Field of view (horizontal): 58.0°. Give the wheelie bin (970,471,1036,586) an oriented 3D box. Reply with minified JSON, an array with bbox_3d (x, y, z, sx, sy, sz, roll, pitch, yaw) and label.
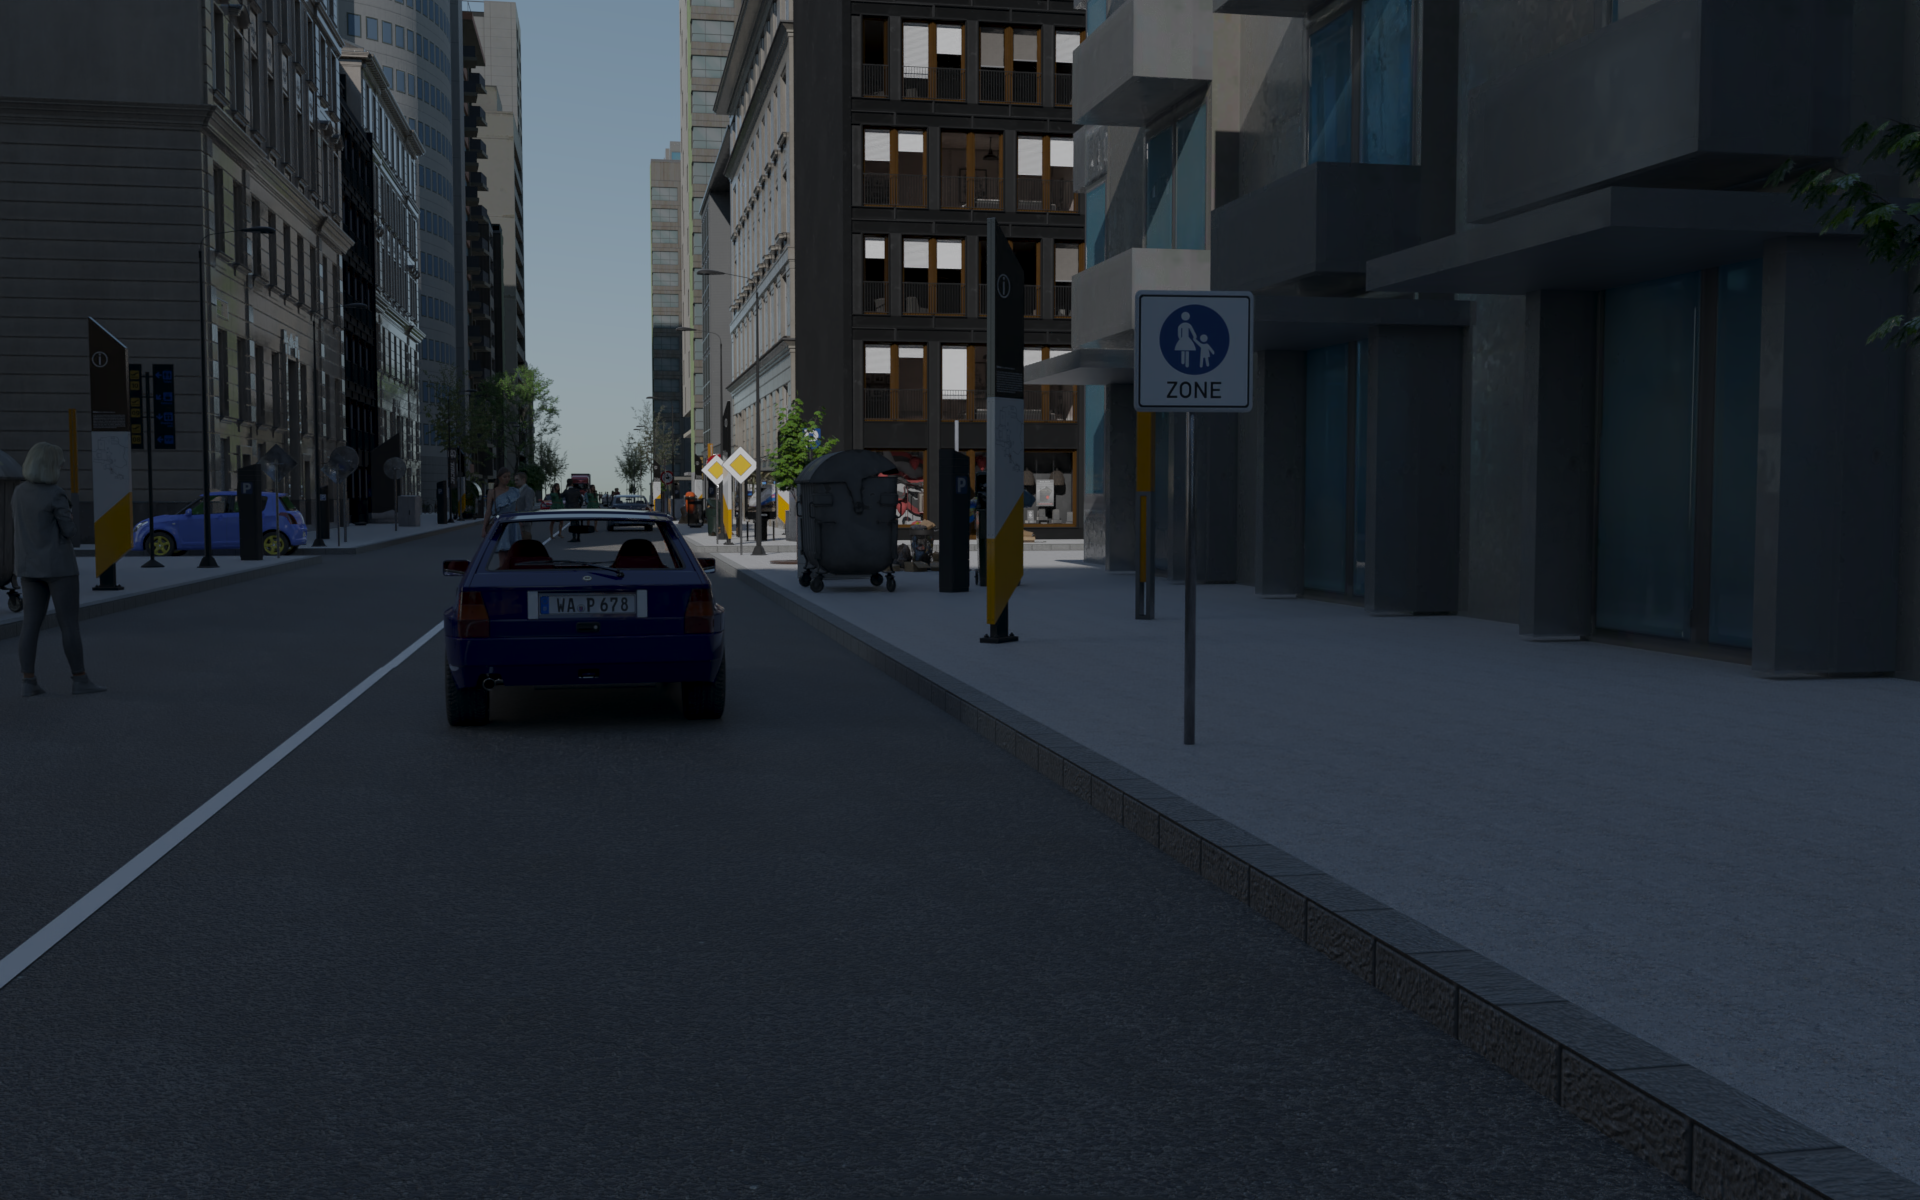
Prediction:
[{"bbox_3d":[0.572,-0.996,24.200,0.980,1.594,0.693,0,4,-3],"label":"wheelie bin"}]

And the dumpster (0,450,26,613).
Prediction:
[{"bbox_3d":[-10.579,-0.744,17.925,1.264,1.857,1.865,-1,4,-12],"label":"dumpster"}]

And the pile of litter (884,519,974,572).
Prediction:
[{"bbox_3d":[-0.586,-0.916,28.948,1.719,0.858,1.176,1,4,12],"label":"pile of litter"}]

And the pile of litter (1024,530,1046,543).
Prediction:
[{"bbox_3d":[1.493,-1.945,45.764,1.719,0.858,1.176,0,4,-3],"label":"pile of litter"}]

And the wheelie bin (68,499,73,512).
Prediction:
[{"bbox_3d":[-15.064,-1.268,28.642,0.693,1.594,0.980,-2,4,-30],"label":"wheelie bin"}]

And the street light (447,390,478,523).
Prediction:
[{"bbox_3d":[-22.121,-6.387,76.976,1.470,5.913,1.316,-1,4,-12],"label":"street light"}]

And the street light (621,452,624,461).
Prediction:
[{"bbox_3d":[-39.213,-14.238,205.325,1.470,5.913,1.316,-1,4,-12],"label":"street light"}]

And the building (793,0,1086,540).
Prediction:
[{"bbox_3d":[3.339,-13.744,54.391,15.834,23.373,12.332,-1,4,-12],"label":"building"}]

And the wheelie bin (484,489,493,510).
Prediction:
[{"bbox_3d":[-28.521,-5.973,105.573,0.980,1.594,0.693,-2,4,-27],"label":"wheelie bin"}]

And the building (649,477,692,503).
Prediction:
[{"bbox_3d":[-31.346,-35.086,265.535,32.217,40.220,23.993,-1,4,-12],"label":"building"}]

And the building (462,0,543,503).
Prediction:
[{"bbox_3d":[-72.892,-50.027,256.188,20.563,71.187,20.611,-1,4,-12],"label":"building"}]

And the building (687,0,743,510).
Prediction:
[{"bbox_3d":[-13.773,-27.486,132.982,14.154,41.232,14.086,-1,4,-12],"label":"building"}]

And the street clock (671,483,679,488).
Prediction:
[{"bbox_3d":[-18.172,-6.478,110.485,0.471,2.002,0.358,-2,4,-31],"label":"street clock"}]

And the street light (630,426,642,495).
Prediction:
[{"bbox_3d":[-22.473,-9.206,123.054,1.470,5.913,1.316,-1,4,-12],"label":"street light"}]

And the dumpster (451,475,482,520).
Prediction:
[{"bbox_3d":[-24.823,-5.161,86.868,1.502,2.255,1.985,-1,4,-12],"label":"dumpster"}]

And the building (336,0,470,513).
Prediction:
[{"bbox_3d":[-47.970,-35.704,125.758,21.231,58.520,28.212,-1,4,-12],"label":"building"}]

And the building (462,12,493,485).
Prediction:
[{"bbox_3d":[-53.762,-30.551,154.132,22.147,44.769,28.867,-1,4,-12],"label":"building"}]

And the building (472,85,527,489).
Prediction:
[{"bbox_3d":[-63.728,-35.725,207.807,21.300,48.544,21.600,-1,4,-12],"label":"building"}]

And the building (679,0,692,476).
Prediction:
[{"bbox_3d":[-10.773,-34.582,154.646,28.713,52.752,27.495,-1,4,-12],"label":"building"}]

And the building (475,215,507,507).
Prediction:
[{"bbox_3d":[-53.945,-24.753,176.420,14.160,30.474,14.107,-1,4,-12],"label":"building"}]

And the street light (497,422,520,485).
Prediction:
[{"bbox_3d":[-30.443,-8.853,117.294,1.470,5.913,1.316,-1,4,-12],"label":"street light"}]

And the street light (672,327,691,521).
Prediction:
[{"bbox_3d":[-7.199,-4.638,48.368,1.470,5.913,1.316,-1,4,-12],"label":"street light"}]

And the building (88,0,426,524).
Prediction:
[{"bbox_3d":[-36.719,-18.178,94.472,12.463,27.353,25.104,-1,4,-12],"label":"building"}]

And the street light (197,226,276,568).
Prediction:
[{"bbox_3d":[-12.567,-3.521,30.109,1.470,5.913,1.316,-1,4,-12],"label":"street light"}]

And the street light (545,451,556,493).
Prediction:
[{"bbox_3d":[-47.346,-13.928,200.266,1.470,5.913,1.316,-1,4,-12],"label":"street light"}]

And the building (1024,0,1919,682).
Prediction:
[{"bbox_3d":[14.217,-24.520,20.505,23.786,49.044,30.456,-1,4,-12],"label":"building"}]

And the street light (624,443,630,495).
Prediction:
[{"bbox_3d":[-29.550,-11.302,157.330,1.470,5.913,1.316,-1,4,-12],"label":"street light"}]

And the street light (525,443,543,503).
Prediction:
[{"bbox_3d":[-37.442,-10.955,151.656,1.470,5.913,1.316,-1,4,-12],"label":"street light"}]

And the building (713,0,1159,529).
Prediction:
[{"bbox_3d":[-1.631,-14.793,75.148,16.112,22.955,30.059,-1,4,-12],"label":"building"}]

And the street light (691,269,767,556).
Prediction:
[{"bbox_3d":[-4.746,-3.883,36.021,1.470,5.913,1.316,-1,4,-12],"label":"street light"}]

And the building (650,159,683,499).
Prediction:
[{"bbox_3d":[-31.229,-32.507,215.085,14.154,41.232,14.086,-1,4,-12],"label":"building"}]

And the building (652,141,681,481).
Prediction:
[{"bbox_3d":[-30.389,-37.804,237.704,23.786,49.044,30.456,-1,4,-12],"label":"building"}]

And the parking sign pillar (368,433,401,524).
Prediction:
[{"bbox_3d":[-25.151,-5.331,75.633,1.447,3.967,1.447,-3,4,-38],"label":"parking sign pillar"}]

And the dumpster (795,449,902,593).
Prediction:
[{"bbox_3d":[-1.493,-1.068,23.220,1.264,1.857,1.865,-1,4,-11],"label":"dumpster"}]

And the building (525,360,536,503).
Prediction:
[{"bbox_3d":[-71.902,-23.709,232.688,27.650,21.520,28.899,-1,4,-12],"label":"building"}]

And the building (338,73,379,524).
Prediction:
[{"bbox_3d":[-32.630,-14.977,74.552,12.332,23.373,15.834,-1,4,-12],"label":"building"}]

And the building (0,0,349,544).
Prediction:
[{"bbox_3d":[-27.246,-15.744,54.676,12.463,27.353,25.104,-1,4,-12],"label":"building"}]

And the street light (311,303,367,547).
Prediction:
[{"bbox_3d":[-15.118,-4.261,42.203,1.470,5.913,1.316,-1,4,-12],"label":"street light"}]

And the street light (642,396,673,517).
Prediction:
[{"bbox_3d":[-14.232,-6.731,82.590,1.470,5.913,1.316,-1,4,-12],"label":"street light"}]

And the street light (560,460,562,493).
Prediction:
[{"bbox_3d":[-54.449,-16.040,234.790,1.470,5.913,1.316,-1,4,-12],"label":"street light"}]

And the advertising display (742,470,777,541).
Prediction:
[{"bbox_3d":[-5.435,-2.569,47.210,0.974,1.923,0.123,-3,5,-40],"label":"advertising display"}]

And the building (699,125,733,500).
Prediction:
[{"bbox_3d":[-7.728,-17.456,104.474,14.314,24.678,30.058,-1,4,-12],"label":"building"}]
